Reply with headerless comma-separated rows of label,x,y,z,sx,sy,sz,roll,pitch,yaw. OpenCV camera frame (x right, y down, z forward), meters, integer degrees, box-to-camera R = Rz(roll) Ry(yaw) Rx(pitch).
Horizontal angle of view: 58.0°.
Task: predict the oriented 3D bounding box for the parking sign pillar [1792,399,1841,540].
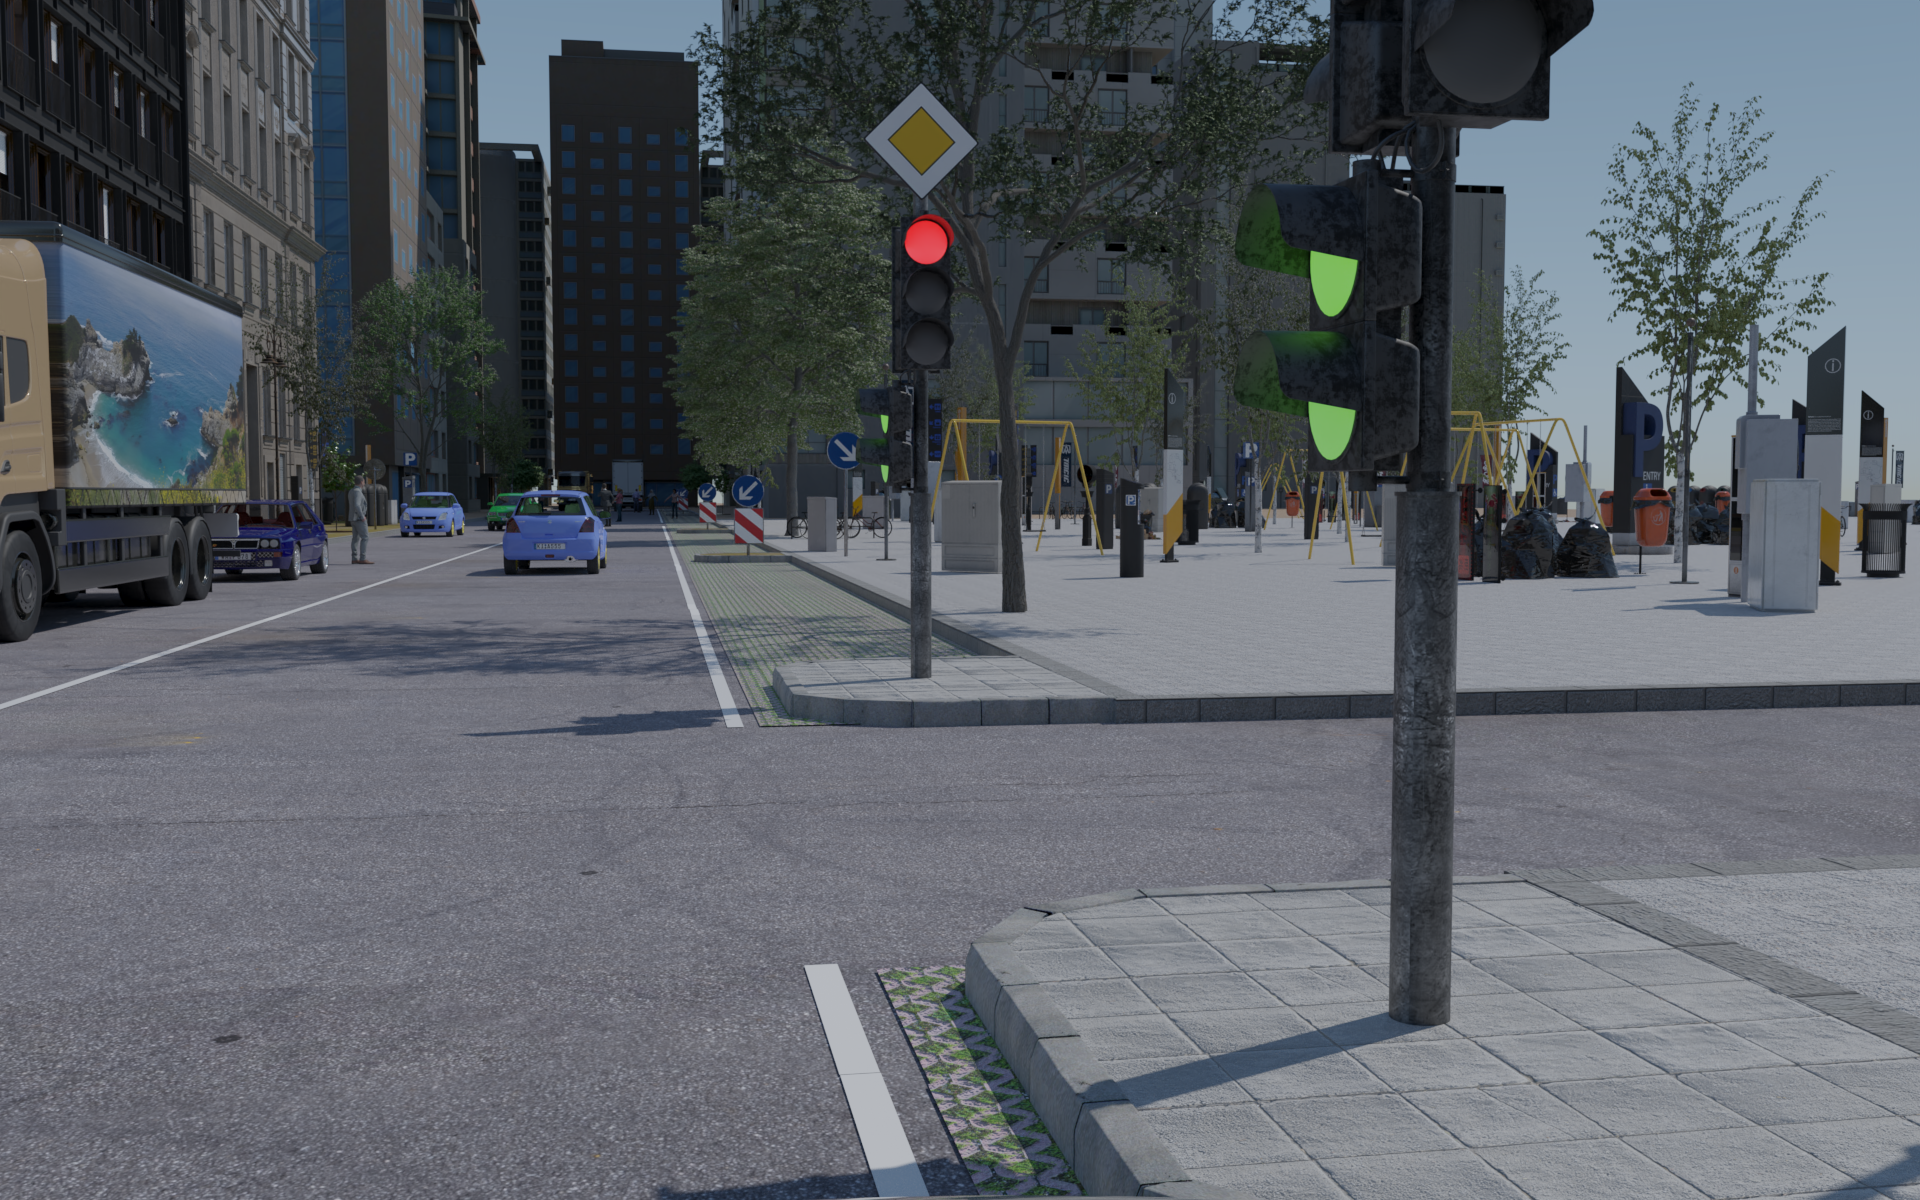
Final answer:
parking sign pillar,23.979,-3.680,48.634,1.447,3.967,1.447,3,5,42

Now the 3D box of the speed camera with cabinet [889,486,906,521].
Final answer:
speed camera with cabinet,-2.612,-5.359,81.963,0.660,3.252,2.038,-2,4,-33

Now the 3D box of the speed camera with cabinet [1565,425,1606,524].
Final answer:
speed camera with cabinet,18.245,-3.437,50.525,0.660,3.252,2.038,3,4,37

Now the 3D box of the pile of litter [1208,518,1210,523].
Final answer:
pile of litter,11.835,-3.891,77.590,1.719,0.858,1.176,1,4,10

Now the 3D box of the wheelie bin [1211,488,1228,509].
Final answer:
wheelie bin,13.136,-4.896,87.964,0.693,1.594,0.980,3,4,37

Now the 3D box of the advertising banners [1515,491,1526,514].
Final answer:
advertising banners,24.122,-4.934,76.855,2.074,3.025,0.090,2,4,23

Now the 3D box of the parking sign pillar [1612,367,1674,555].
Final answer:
parking sign pillar,14.540,-2.972,37.067,1.447,3.967,1.447,-3,4,-38

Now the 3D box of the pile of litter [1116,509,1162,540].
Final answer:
pile of litter,5.067,-2.150,49.111,1.176,0.858,1.719,-1,4,-12

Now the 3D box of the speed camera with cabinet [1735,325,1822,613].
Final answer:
speed camera with cabinet,9.269,-1.547,19.623,0.660,3.252,2.038,1,4,16

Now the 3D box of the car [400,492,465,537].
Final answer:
car,-17.871,-3.002,58.677,1.945,1.707,3.694,0,4,-8

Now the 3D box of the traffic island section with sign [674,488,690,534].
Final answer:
traffic island section with sign,-9.353,-3.342,63.274,1.989,1.847,2.006,-1,4,-10

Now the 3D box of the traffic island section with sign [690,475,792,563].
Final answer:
traffic island section with sign,-4.636,-1.719,36.733,1.989,1.847,2.006,-1,4,-10

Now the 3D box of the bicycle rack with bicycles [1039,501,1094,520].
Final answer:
bicycle rack with bicycles,5.260,-4.576,88.206,2.852,0.926,2.925,-1,4,-18

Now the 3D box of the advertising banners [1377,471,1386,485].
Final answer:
advertising banners,12.961,-3.327,50.582,2.074,3.025,0.090,1,4,20

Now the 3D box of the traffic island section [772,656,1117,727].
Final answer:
traffic island section,-0.250,0.622,12.114,2.009,0.180,2.903,-1,4,-10

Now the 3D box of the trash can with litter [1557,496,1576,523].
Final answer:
trash can with litter,27.777,-4.138,78.720,2.233,1.210,1.678,0,4,1

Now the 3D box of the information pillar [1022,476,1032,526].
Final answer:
information pillar,2.719,-4.048,70.669,0.304,2.012,0.304,3,4,38

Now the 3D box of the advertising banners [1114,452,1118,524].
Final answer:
advertising banners,6.448,-4.737,73.643,0.090,3.025,2.074,-1,4,-9

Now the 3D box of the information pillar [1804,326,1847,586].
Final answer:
information pillar,12.119,-2.013,24.272,0.504,3.616,0.183,2,4,33

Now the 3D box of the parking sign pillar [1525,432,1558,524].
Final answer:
parking sign pillar,25.252,-5.303,75.170,1.447,3.967,1.447,-3,5,-40

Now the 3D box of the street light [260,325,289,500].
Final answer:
street light,-18.755,-4.571,47.519,0.468,5.910,1.993,-1,4,-10

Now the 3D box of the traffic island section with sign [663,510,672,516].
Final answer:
traffic island section with sign,-18.074,-6.341,112.302,1.989,1.847,2.006,-1,4,-10

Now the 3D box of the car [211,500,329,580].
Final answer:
car,-12.057,-1.054,29.817,1.945,1.354,3.894,-1,4,-10

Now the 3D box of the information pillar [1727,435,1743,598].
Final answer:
information pillar,9.776,-1.040,21.496,0.304,2.012,0.304,-1,4,-14

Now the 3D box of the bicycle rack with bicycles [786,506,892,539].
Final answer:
bicycle rack with bicycles,-3.738,-2.232,49.876,2.925,0.926,2.852,1,4,23

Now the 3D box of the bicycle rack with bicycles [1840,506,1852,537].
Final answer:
bicycle rack with bicycles,27.177,-2.411,52.809,2.852,0.926,2.925,2,4,31

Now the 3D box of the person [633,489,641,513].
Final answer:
person,-24.919,-7.670,133.769,0.709,1.838,0.599,1,4,17

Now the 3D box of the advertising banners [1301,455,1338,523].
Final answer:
advertising banners,16.042,-4.965,77.368,2.074,3.025,0.090,-2,4,-25

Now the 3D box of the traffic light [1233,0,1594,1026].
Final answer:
traffic light,1.108,-0.930,4.131,0.839,4.253,0.868,-1,4,-10

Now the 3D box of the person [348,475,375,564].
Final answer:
person,-12.294,-1.639,35.398,0.391,1.810,0.635,-3,5,-43

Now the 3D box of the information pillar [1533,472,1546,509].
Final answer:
information pillar,19.678,-3.325,58.862,0.304,2.012,0.304,-1,4,-12

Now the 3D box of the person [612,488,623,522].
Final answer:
person,-17.728,-4.922,89.696,0.721,1.743,1.217,1,4,13

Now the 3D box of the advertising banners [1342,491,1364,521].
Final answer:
advertising banners,19.186,-5.364,83.894,2.074,3.025,0.090,-2,4,-29

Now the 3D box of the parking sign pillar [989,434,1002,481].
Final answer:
parking sign pillar,1.594,-5.381,76.454,1.447,3.967,1.447,0,4,-7

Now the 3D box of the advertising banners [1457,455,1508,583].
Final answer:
advertising banners,7.527,-1.805,25.702,0.090,3.025,2.074,-1,4,-13

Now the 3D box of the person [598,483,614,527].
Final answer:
person,-15.547,-4.164,75.942,0.474,1.900,0.648,3,5,40

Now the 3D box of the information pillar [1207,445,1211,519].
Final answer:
information pillar,11.958,-5.618,83.205,0.183,3.616,0.504,0,4,-6

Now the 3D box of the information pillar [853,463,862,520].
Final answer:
information pillar,-5.068,-5.752,85.405,0.504,3.616,0.183,-1,4,-22

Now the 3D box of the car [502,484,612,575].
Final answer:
car,-7.484,-1.383,32.200,1.945,1.707,3.694,-1,4,-9

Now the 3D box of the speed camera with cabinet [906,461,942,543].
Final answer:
speed camera with cabinet,-0.502,-3.170,46.171,0.660,3.252,2.038,-3,4,-37

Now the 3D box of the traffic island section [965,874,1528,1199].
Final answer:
traffic island section,1.149,1.103,4.252,2.009,0.180,2.903,-1,4,-10

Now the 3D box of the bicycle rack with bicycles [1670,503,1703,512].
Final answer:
bicycle rack with bicycles,28.725,-3.269,66.836,2.925,0.926,2.852,0,4,7

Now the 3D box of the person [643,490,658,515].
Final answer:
person,-21.075,-6.658,118.094,1.217,1.736,0.721,2,4,27

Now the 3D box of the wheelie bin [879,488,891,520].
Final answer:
wheelie bin,-3.674,-4.624,83.518,0.693,1.594,0.980,0,4,4

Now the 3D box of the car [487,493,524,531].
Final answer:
car,-17.744,-3.683,69.021,1.959,1.807,4.718,-1,4,-8

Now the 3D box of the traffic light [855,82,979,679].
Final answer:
traffic light,-0.291,-1.411,11.993,0.839,4.253,0.868,-1,4,-10

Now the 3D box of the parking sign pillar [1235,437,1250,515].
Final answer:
parking sign pillar,13.256,-5.677,81.294,1.447,3.967,1.447,0,4,-2

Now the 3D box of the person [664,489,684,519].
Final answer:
person,-16.628,-5.601,100.787,1.217,1.736,0.721,1,4,9

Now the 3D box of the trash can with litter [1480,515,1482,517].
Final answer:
trash can with litter,28.439,-4.959,92.135,2.233,1.210,1.678,2,4,28

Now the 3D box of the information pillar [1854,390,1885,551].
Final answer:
information pillar,20.536,-2.919,39.086,0.504,3.616,0.183,1,4,11

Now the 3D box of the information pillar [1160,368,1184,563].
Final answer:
information pillar,3.979,-2.510,32.386,0.504,3.616,0.183,-3,5,-44
